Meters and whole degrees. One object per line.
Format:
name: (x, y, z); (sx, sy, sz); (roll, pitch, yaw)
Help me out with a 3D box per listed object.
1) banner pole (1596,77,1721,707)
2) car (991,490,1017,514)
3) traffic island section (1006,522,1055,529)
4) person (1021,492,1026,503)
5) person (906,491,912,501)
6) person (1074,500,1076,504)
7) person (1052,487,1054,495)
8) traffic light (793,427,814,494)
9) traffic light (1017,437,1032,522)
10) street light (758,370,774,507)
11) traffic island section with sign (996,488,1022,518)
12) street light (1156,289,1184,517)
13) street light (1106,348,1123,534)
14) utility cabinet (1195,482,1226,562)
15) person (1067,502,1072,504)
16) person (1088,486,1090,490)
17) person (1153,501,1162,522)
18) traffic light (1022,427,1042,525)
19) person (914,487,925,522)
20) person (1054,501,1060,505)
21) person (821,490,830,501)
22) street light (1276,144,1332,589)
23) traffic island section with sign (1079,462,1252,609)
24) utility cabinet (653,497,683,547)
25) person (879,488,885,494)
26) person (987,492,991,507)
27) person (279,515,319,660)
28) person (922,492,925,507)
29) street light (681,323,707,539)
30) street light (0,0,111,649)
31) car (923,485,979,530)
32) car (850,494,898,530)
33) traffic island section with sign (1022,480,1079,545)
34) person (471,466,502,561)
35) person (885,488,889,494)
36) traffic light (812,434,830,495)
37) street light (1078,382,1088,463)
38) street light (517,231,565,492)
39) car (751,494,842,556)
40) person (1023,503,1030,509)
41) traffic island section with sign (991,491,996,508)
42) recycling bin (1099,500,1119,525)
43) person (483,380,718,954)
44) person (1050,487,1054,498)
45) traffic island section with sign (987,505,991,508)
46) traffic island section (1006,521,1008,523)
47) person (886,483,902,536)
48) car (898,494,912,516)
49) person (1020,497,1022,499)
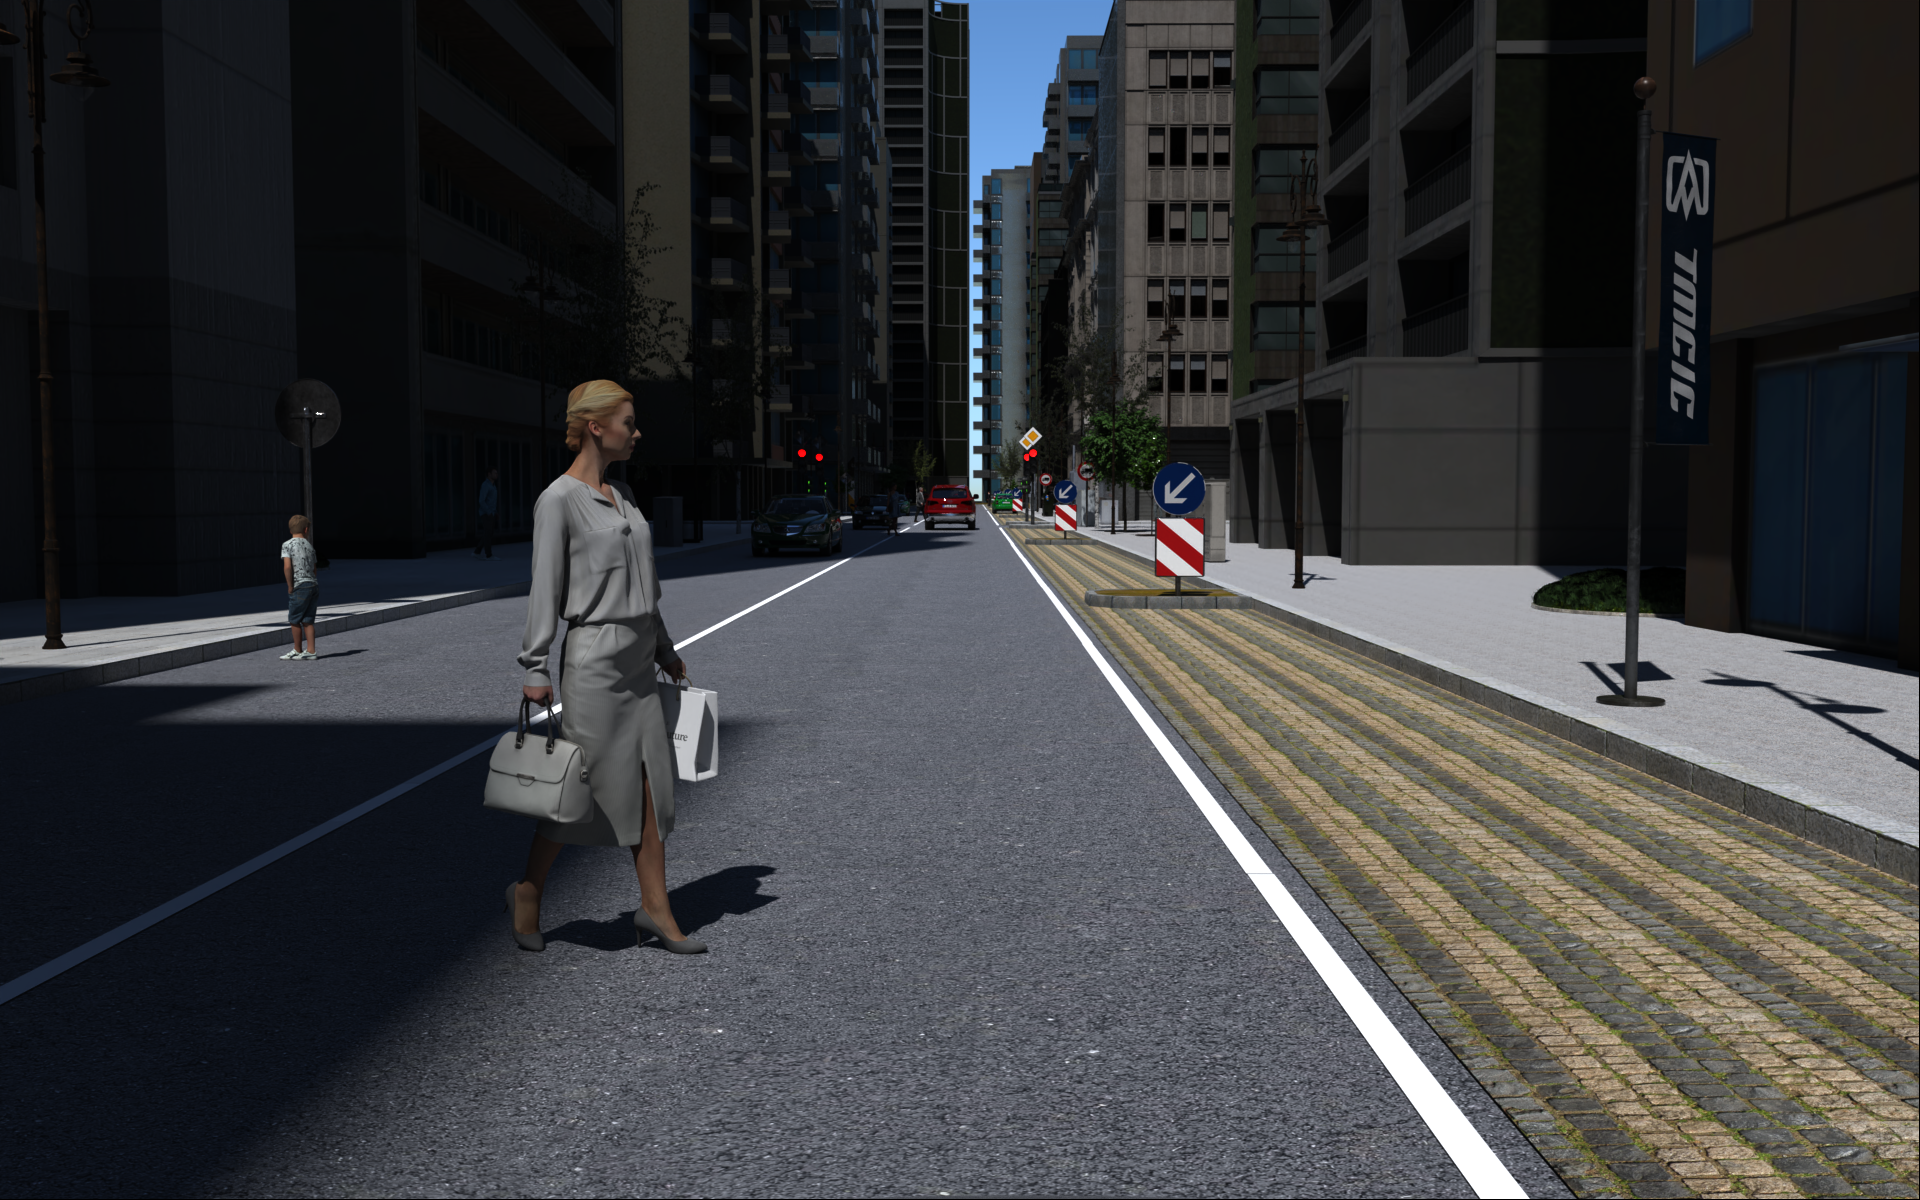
banner pole: (4.320, -1.260, 10.614); (0.863, 3.779, 0.401); (-2, 4, -27)
car: (3.267, -7.188, 126.326); (1.959, 1.807, 4.718); (0, 4, -1)
traffic island section: (3.059, -3.061, 72.333); (2.009, 0.180, 2.903); (0, 4, 0)
person: (7.063, -11.190, 188.955); (0.705, 1.831, 1.348); (-3, 4, -36)
person: (-6.865, -13.464, 226.857); (1.217, 1.739, 0.721); (-1, 4, -8)
person: (7.177, -6.369, 110.161); (0.713, 1.824, 0.794); (0, 4, 1)
person: (6.328, -7.038, 121.301); (0.592, 1.802, 0.473); (2, 4, 31)
traffic light: (-6.542, -5.099, 72.284); (0.839, 4.253, 0.868); (0, 4, 0)
traffic light: (3.087, -5.583, 80.204); (0.839, 4.253, 0.868); (0, 4, 0)
street light: (-7.075, -5.520, 63.037); (0.468, 5.910, 1.993); (0, 4, 0)
traffic island section with sign: (3.348, -5.889, 104.915); (1.989, 1.847, 2.006); (0, 4, 0)
street light: (4.731, -4.063, 39.219); (0.468, 5.910, 1.993); (0, 4, 0)
street light: (4.882, -5.031, 55.040); (0.468, 5.910, 1.993); (0, 4, 0)
utility cabinet: (4.745, -1.483, 32.925); (0.318, 1.500, 1.173); (0, 4, -6)
person: (6.720, -5.859, 107.342); (1.012, 1.151, 0.738); (3, 5, 43)
person: (6.490, -4.951, 87.988); (0.522, 1.701, 0.512); (-2, 4, -27)
person: (9.274, -4.566, 80.797); (0.391, 1.810, 0.635); (-3, 5, -43)
traffic light: (3.019, -5.095, 72.219); (0.839, 4.253, 0.868); (0, 4, 0)
person: (-1.931, -4.841, 88.050); (0.834, 1.777, 0.661); (1, 4, 11)
person: (7.008, -6.900, 124.353); (0.738, 1.151, 1.012); (0, 4, 1)
person: (-8.793, -6.546, 113.460); (0.661, 1.777, 0.834); (-1, 4, -19)
street light: (4.610, -3.095, 23.398); (0.468, 5.910, 1.993); (0, 4, 0)
traffic island section with sign: (2.634, -0.841, 22.372); (1.989, 1.847, 2.006); (0, 4, 0)
utility cabinet: (-7.169, -1.915, 42.467); (0.306, 1.237, 1.020); (-3, 4, -38)
person: (-7.241, -9.549, 161.798); (1.348, 1.869, 0.705); (3, 4, 38)
person: (3.265, -11.520, 197.660); (0.445, 1.727, 0.742); (-1, 4, -10)
person: (-5.700, -0.106, 14.925); (0.332, 1.250, 0.352); (-2, 4, -24)
person: (-3.359, -8.901, 154.430); (0.661, 1.777, 0.834); (-3, 5, -43)
street light: (-7.197, -4.543, 47.061); (0.468, 5.910, 1.993); (0, 4, 0)
street light: (-7.520, -2.533, 14.201); (0.468, 5.910, 1.993); (0, 4, 0)
car: (-0.374, -3.782, 70.503); (2.281, 1.827, 5.304); (0, 4, 1)
car: (-3.463, -3.738, 70.896); (2.009, 1.686, 4.222); (0, 4, 0)
traffic island section with sign: (2.861, -2.489, 49.327); (1.989, 1.847, 2.006); (0, 4, 0)
person: (-9.141, -1.671, 33.391); (0.620, 1.820, 0.660); (0, 4, -5)
person: (-6.114, -8.794, 149.638); (0.655, 1.846, 0.447); (-2, 4, -26)
traffic light: (-6.474, -5.587, 80.269); (0.839, 4.253, 0.868); (0, 4, 0)
street light: (5.022, -6.038, 71.505); (0.468, 5.910, 1.993); (0, 4, 0)
street light: (-7.392, -3.543, 30.714); (0.468, 5.910, 1.993); (0, 4, 0)
car: (-3.850, -1.808, 41.354); (2.131, 1.459, 4.920); (0, 4, 1)
person: (5.835, -8.492, 145.106); (0.699, 1.804, 1.509); (-3, 5, -44)
traffic island section with sign: (3.573, -7.538, 131.869); (1.989, 1.847, 2.006); (0, 4, 0)
recycling bin: (6.283, -3.700, 73.054); (0.722, 1.027, 0.722); (0, 4, -3)
person: (-1.126, 0.210, 5.416); (0.624, 1.780, 0.694); (3, 4, 36)
person: (5.801, -6.461, 112.037); (0.532, 1.782, 0.716); (2, 4, 28)
traffic island section with sign: (3.995, -10.608, 182.068); (1.989, 1.847, 2.006); (0, 4, 0)
traffic island section: (3.127, -3.550, 80.317); (2.009, 0.180, 2.903); (0, 4, 0)
person: (-2.316, -3.099, 59.261); (0.616, 1.811, 0.778); (-3, 4, -37)
car: (-4.208, -6.235, 113.741); (2.131, 1.459, 4.920); (0, 4, -1)
person: (7.741, -13.111, 220.351); (0.705, 1.831, 1.348); (0, 4, 0)
